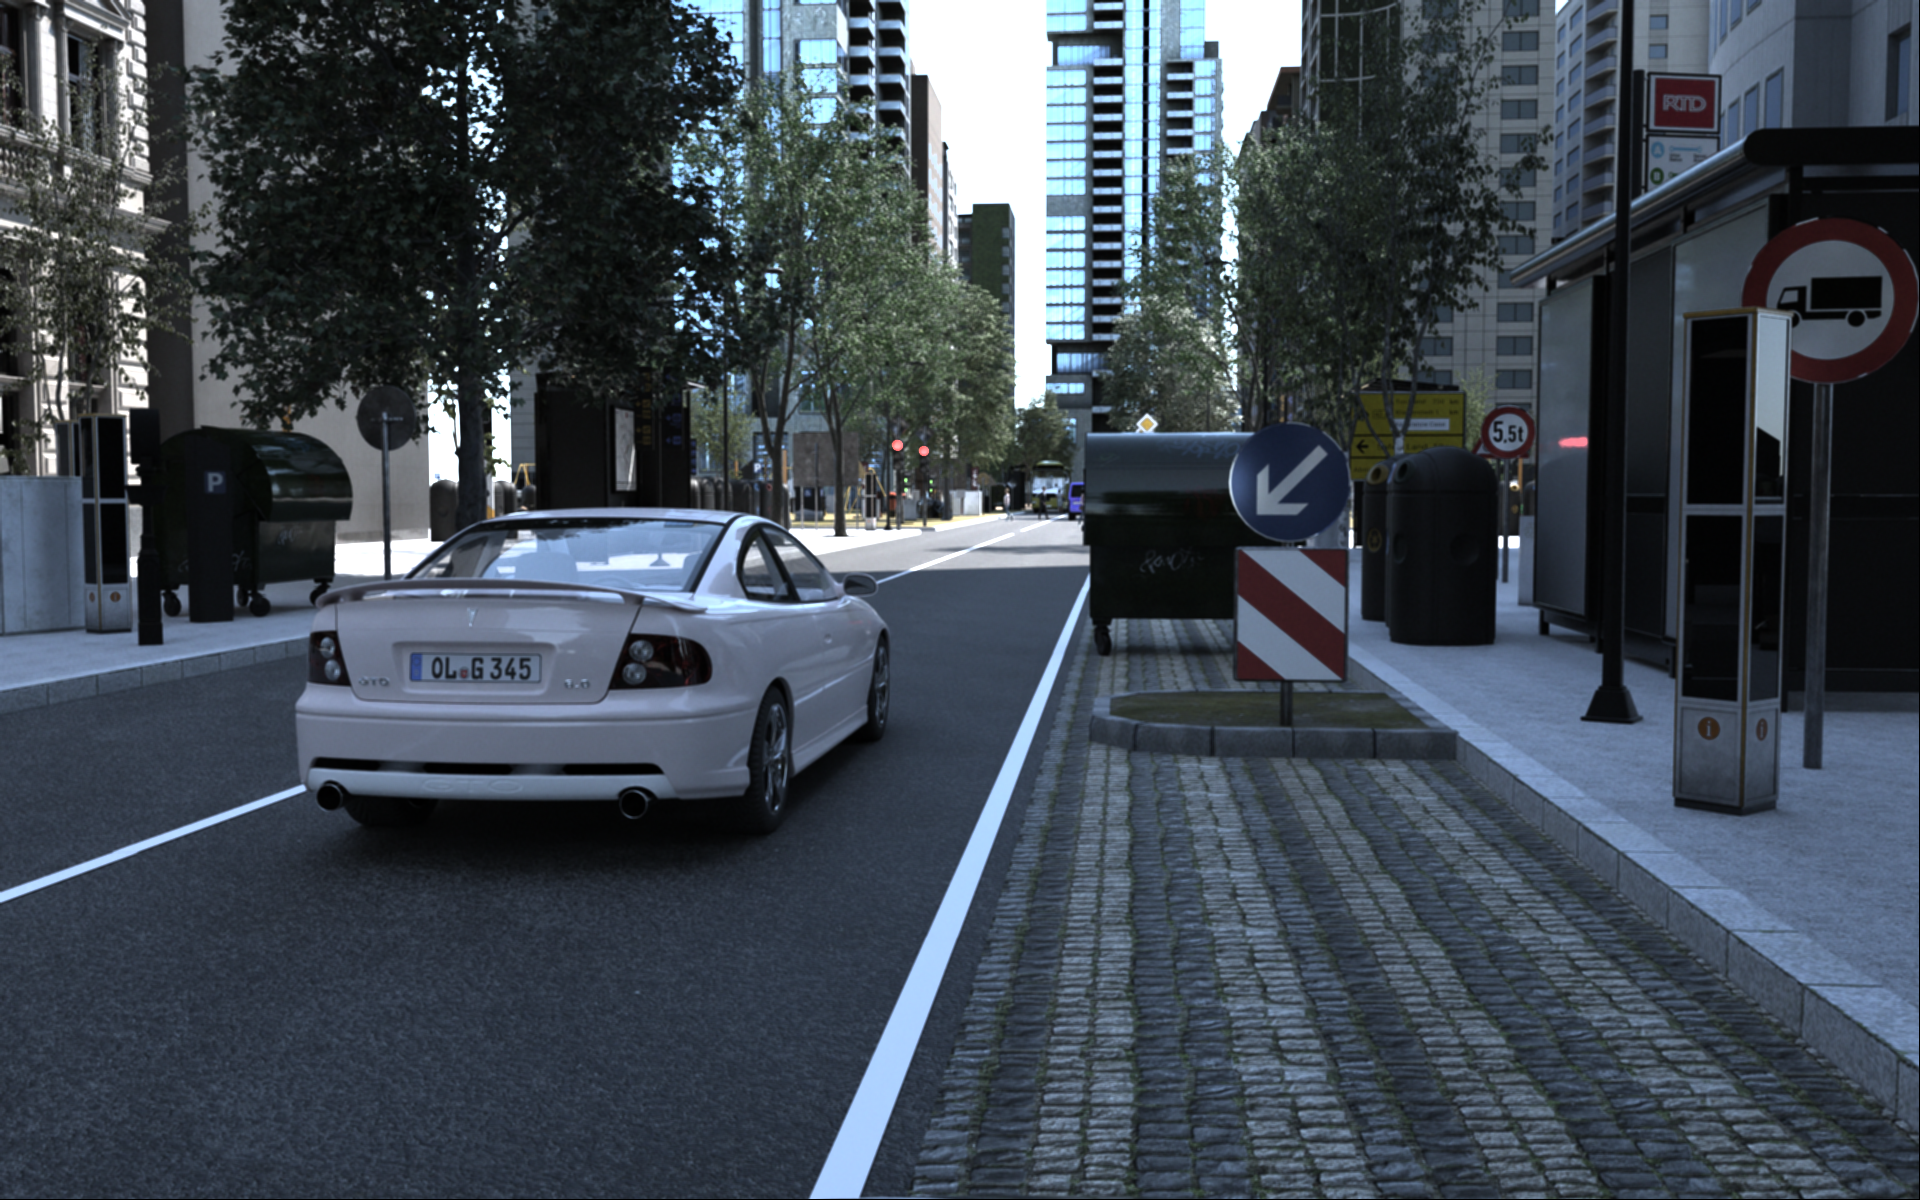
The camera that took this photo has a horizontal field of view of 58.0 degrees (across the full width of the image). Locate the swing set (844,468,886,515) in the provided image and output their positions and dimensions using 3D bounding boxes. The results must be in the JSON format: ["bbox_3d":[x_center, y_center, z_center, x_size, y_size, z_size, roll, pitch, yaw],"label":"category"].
[{"bbox_3d":[-5.570,-6.407,102.368,2.862,2.851,3.119,1,4,11],"label":"swing set"}]

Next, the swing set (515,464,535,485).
[{"bbox_3d":[-21.769,-5.657,90.105,3.119,2.851,2.862,2,4,26],"label":"swing set"}]

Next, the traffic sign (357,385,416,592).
[{"bbox_3d":[-6.731,-1.236,20.316,0.768,2.556,0.104,1,4,13],"label":"traffic sign"}]

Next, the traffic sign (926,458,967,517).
[{"bbox_3d":[-0.765,-6.273,96.441,2.265,3.308,0.079,0,4,8],"label":"traffic sign"}]

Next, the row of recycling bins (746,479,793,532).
[{"bbox_3d":[-5.866,-2.554,48.863,1.069,1.692,3.534,1,4,14],"label":"row of recycling bins"}]

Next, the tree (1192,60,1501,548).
[{"bbox_3d":[6.524,-4.860,29.827,4.737,8.622,4.395,0,3,0],"label":"tree"}]

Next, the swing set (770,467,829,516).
[{"bbox_3d":[-9.756,-6.374,101.841,3.119,2.851,2.862,3,4,36],"label":"swing set"}]

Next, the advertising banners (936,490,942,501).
[{"bbox_3d":[-0.863,-8.277,131.515,2.074,3.025,0.090,1,4,15],"label":"advertising banners"}]

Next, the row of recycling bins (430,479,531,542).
[{"bbox_3d":[-13.364,-2.494,47.897,1.069,1.692,3.534,1,4,18],"label":"row of recycling bins"}]

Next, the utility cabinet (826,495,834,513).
[{"bbox_3d":[-8.665,-6.529,117.909,1.020,1.237,0.306,2,4,35],"label":"utility cabinet"}]

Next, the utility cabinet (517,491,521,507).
[{"bbox_3d":[-28.983,-6.384,113.054,1.173,1.500,0.318,2,4,29],"label":"utility cabinet"}]

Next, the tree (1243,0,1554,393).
[{"bbox_3d":[5.645,-4.405,22.391,4.360,8.622,3.978,0,3,0],"label":"tree"}]

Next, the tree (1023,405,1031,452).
[{"bbox_3d":[3.406,-11.134,132.399,4.737,8.622,4.395,0,3,0],"label":"tree"}]

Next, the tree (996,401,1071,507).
[{"bbox_3d":[6.594,-14.663,174.160,7.601,10.594,8.767,1,4,11],"label":"tree"}]

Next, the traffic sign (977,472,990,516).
[{"bbox_3d":[1.354,-6.186,101.250,0.768,2.556,0.104,1,4,10],"label":"traffic sign"}]

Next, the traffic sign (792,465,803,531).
[{"bbox_3d":[-5.531,-3.705,60.677,0.768,2.556,0.104,1,4,15],"label":"traffic sign"}]

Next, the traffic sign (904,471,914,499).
[{"bbox_3d":[-2.852,-5.726,93.733,0.768,2.556,0.104,1,4,11],"label":"traffic sign"}]

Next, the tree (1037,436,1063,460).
[{"bbox_3d":[10.228,-15.270,200.020,4.360,8.622,3.978,0,3,0],"label":"tree"}]

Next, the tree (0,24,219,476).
[{"bbox_3d":[-14.184,-4.741,27.883,4.360,8.622,3.978,0,3,0],"label":"tree"}]

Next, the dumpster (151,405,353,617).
[{"bbox_3d":[-7.737,-0.999,18.829,1.502,2.255,1.985,0,4,5],"label":"dumpster"}]

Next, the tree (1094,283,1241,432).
[{"bbox_3d":[12.806,-12.087,104.274,9.857,13.997,8.962,0,3,0],"label":"tree"}]

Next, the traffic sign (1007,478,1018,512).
[{"bbox_3d":[3.791,-7.589,125.270,0.795,2.450,0.064,1,4,11],"label":"traffic sign"}]

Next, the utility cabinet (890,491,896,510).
[{"bbox_3d":[-4.340,-6.489,114.771,0.318,1.500,1.173,-2,4,-25],"label":"utility cabinet"}]

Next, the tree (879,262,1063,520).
[{"bbox_3d":[-0.477,-10.218,85.189,7.486,12.596,7.792,0,3,0],"label":"tree"}]

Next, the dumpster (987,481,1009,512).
[{"bbox_3d":[2.774,-7.627,127.194,1.502,2.255,1.985,0,4,5],"label":"dumpster"}]

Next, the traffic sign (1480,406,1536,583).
[{"bbox_3d":[7.907,-1.526,25.048,0.768,2.556,0.104,1,4,12],"label":"traffic sign"}]

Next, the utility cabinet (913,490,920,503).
[{"bbox_3d":[-2.449,-5.394,96.864,0.318,1.500,1.173,0,4,-7],"label":"utility cabinet"}]

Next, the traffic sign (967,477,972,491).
[{"bbox_3d":[0.638,-8.121,132.885,0.768,2.556,0.104,1,4,11],"label":"traffic sign"}]

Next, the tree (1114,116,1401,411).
[{"bbox_3d":[8.134,-7.463,47.777,9.928,11.665,9.643,0,3,0],"label":"tree"}]

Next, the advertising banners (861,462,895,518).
[{"bbox_3d":[-4.481,-6.024,94.679,2.074,3.025,0.090,0,4,4],"label":"advertising banners"}]

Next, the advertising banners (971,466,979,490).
[{"bbox_3d":[0.215,-6.920,109.336,2.074,3.025,0.090,1,4,13],"label":"advertising banners"}]

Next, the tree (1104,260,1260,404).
[{"bbox_3d":[17.486,-17.194,137.017,12.611,20.169,13.585,0,3,0],"label":"tree"}]

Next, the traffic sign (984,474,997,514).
[{"bbox_3d":[1.916,-6.714,109.785,0.884,2.594,0.081,0,4,7],"label":"traffic sign"}]

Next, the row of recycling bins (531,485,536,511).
[{"bbox_3d":[-18.492,-4.446,79.798,3.534,1.692,1.069,-3,5,-42],"label":"row of recycling bins"}]

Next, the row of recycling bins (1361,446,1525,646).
[{"bbox_3d":[4.401,-0.560,16.273,1.069,1.692,3.534,1,4,8],"label":"row of recycling bins"}]

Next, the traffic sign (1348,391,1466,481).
[{"bbox_3d":[8.844,-2.475,34.345,2.265,3.308,0.079,0,4,6],"label":"traffic sign"}]

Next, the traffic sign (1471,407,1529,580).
[{"bbox_3d":[8.049,-1.586,25.939,0.884,2.594,0.081,0,4,8],"label":"traffic sign"}]

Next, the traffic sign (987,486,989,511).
[{"bbox_3d":[2.153,-7.942,129.852,0.884,2.594,0.081,1,4,10],"label":"traffic sign"}]

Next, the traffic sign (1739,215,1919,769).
[{"bbox_3d":[3.994,-0.485,8.037,0.768,2.556,0.104,1,4,12],"label":"traffic sign"}]

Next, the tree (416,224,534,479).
[{"bbox_3d":[-10.305,-5.188,35.184,4.737,8.622,4.395,0,3,0],"label":"tree"}]

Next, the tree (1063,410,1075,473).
[{"bbox_3d":[8.726,-16.455,187.158,7.486,12.596,7.792,0,3,0],"label":"tree"}]

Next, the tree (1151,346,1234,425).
[{"bbox_3d":[11.463,-8.273,85.622,4.360,8.622,3.978,0,3,0],"label":"tree"}]

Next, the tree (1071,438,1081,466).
[{"bbox_3d":[10.304,-16.663,206.859,8.767,10.594,7.601,0,4,6],"label":"tree"}]

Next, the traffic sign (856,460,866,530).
[{"bbox_3d":[-3.623,-3.736,61.080,0.884,2.594,0.081,0,4,6],"label":"traffic sign"}]

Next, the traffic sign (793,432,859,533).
[{"bbox_3d":[-4.456,-3.886,57.410,2.265,3.308,0.079,1,4,13],"label":"traffic sign"}]

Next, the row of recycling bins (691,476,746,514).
[{"bbox_3d":[-5.919,-1.978,39.450,1.069,1.692,3.534,0,4,7],"label":"row of recycling bins"}]

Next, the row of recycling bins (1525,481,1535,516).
[{"bbox_3d":[18.086,-2.810,53.064,3.534,1.692,1.069,0,4,6],"label":"row of recycling bins"}]

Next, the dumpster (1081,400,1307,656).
[{"bbox_3d":[2.087,-0.653,15.634,1.985,2.255,1.502,0,4,5],"label":"dumpster"}]
